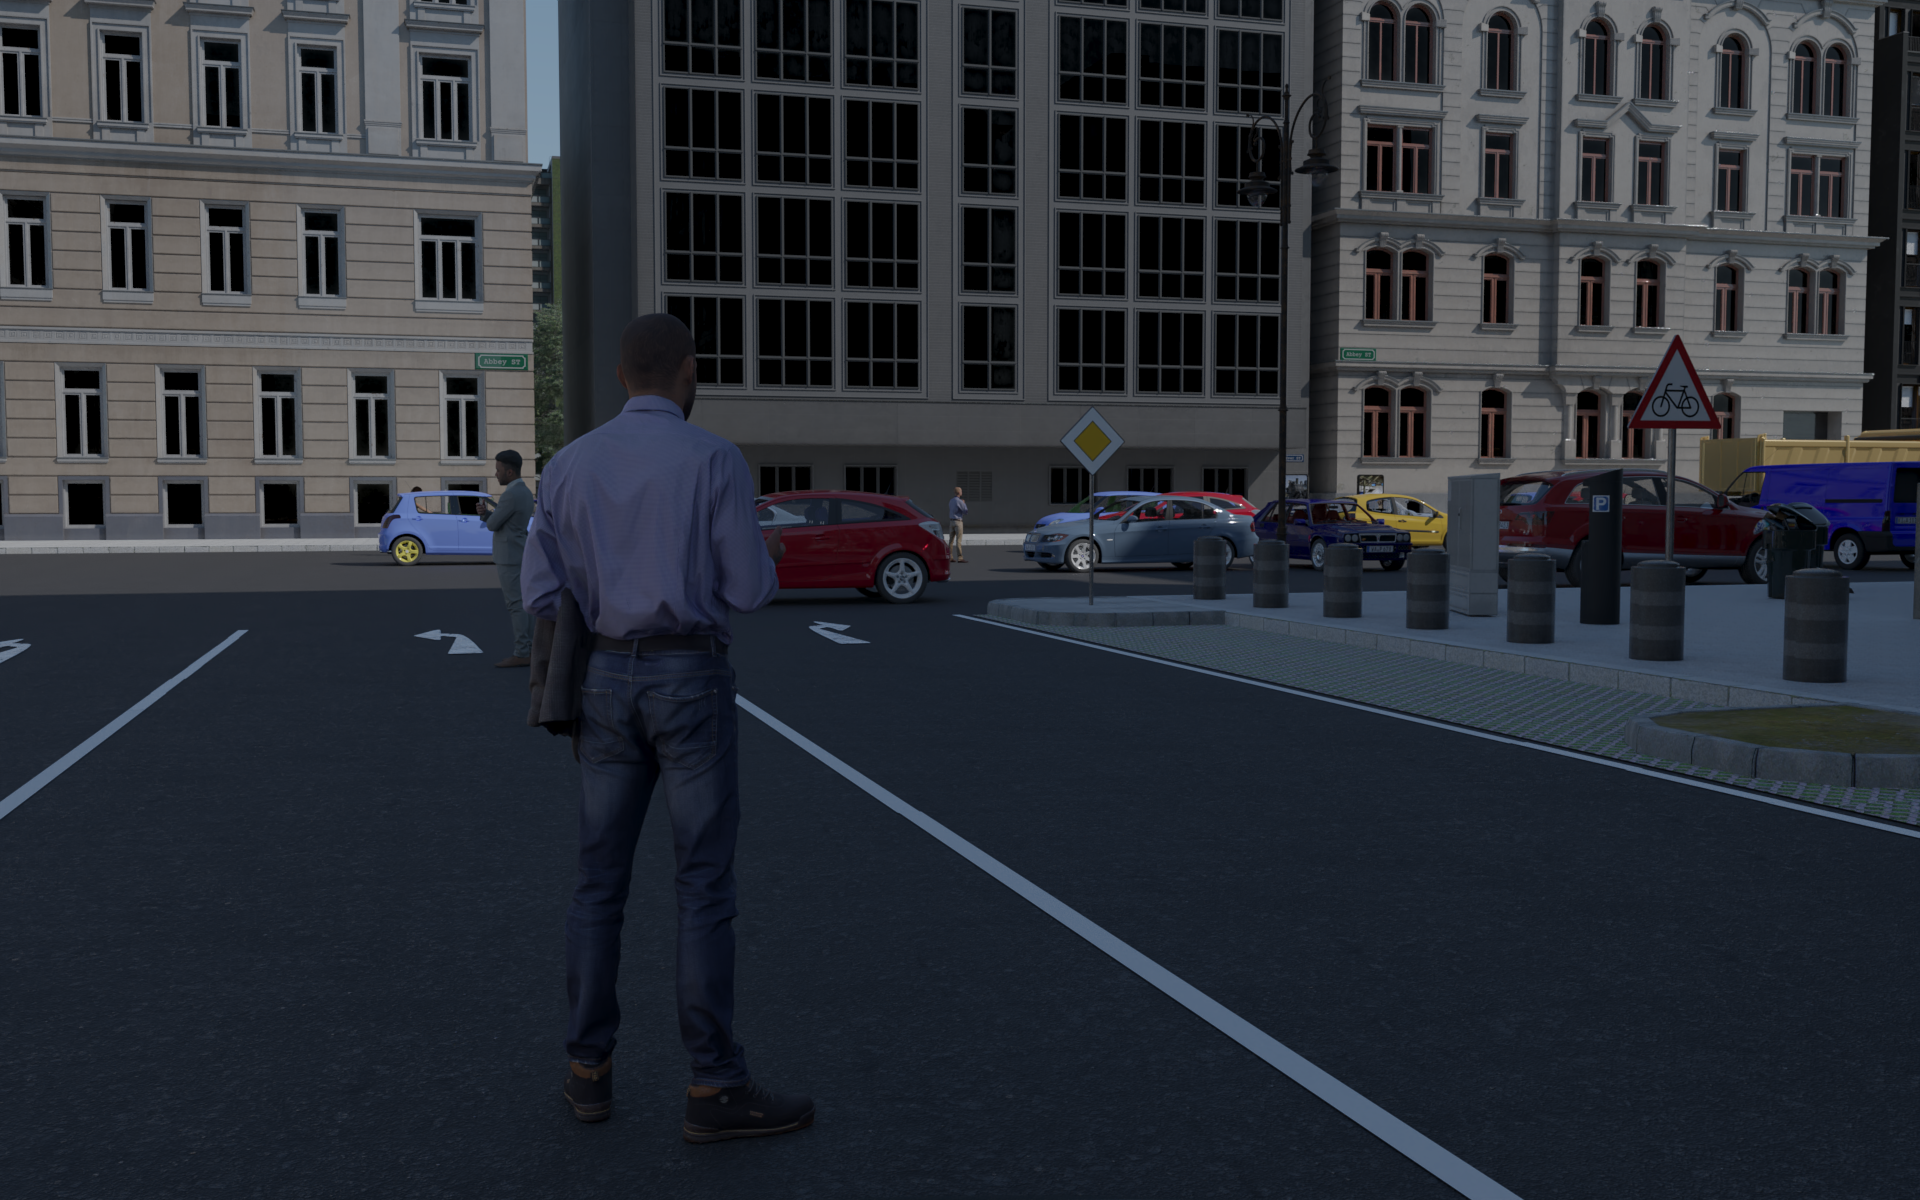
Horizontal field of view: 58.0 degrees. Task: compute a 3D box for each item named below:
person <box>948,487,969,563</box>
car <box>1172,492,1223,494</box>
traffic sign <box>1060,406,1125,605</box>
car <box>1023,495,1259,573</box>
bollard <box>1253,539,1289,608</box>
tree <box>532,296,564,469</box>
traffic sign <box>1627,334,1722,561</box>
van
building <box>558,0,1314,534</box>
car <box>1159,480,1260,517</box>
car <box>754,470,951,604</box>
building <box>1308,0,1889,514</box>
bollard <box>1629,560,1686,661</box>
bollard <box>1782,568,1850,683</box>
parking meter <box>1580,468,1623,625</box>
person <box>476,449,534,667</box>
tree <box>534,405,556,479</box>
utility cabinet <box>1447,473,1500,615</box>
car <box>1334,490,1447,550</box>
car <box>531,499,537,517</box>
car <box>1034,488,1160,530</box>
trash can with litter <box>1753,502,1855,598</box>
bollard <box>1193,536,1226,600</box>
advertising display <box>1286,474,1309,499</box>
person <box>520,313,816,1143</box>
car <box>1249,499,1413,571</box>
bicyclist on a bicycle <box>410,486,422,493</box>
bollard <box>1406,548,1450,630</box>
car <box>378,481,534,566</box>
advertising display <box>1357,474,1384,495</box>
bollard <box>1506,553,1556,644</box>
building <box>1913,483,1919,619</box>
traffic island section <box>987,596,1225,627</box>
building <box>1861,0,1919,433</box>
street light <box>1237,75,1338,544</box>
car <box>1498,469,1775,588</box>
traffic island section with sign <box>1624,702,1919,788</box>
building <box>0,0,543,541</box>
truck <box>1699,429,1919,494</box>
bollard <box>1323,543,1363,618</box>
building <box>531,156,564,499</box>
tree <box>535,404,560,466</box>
[{"bbox_3d":[-0.057,-1.567,36.188,0.319,1.574,0.516,-2,4,-34],"label":"person"},{"bbox_3d":[6.116,-2.394,48.739,3.694,1.707,1.945,-1,4,-18],"label":"car"},{"bbox_3d":[1.511,-0.996,19.929,0.795,2.450,0.064,-1,4,-17],"label":"traffic sign"},{"bbox_3d":[3.391,-1.264,32.677,4.499,1.417,2.014,-1,4,-18],"label":"car"},{"bbox_3d":[3.524,-0.300,19.618,0.404,0.777,0.398,0,3,0],"label":"bollard"},{"bbox_3d":[-24.331,-12.469,110.526,9.857,13.997,8.962,0,3,0],"label":"tree"},{"bbox_3d":[5.833,-0.869,14.216,0.884,2.594,0.081,-1,4,-15],"label":"traffic sign"},{"bbox_3d":[17.121,-1.842,34.494,2.240,2.365,5.245,-1,4,-18],"label":"van"},{"bbox_3d":[-1.149,-16.289,59.827,24.014,27.812,14.314,-1,4,-17],"label":"building"},{"bbox_3d":[4.896,-1.912,40.299,4.494,1.783,2.155,-1,4,-18],"label":"car"},{"bbox_3d":[-2.369,-0.853,22.990,4.494,1.783,2.155,-1,4,-15],"label":"car"},{"bbox_3d":[21.521,-17.101,66.989,23.554,28.519,14.401,-1,4,-17],"label":"building"},{"bbox_3d":[5.417,0.077,13.454,0.404,0.777,0.398,0,3,0],"label":"bollard"},{"bbox_3d":[5.889,0.171,11.917,0.404,0.777,0.398,0,3,0],"label":"bollard"},{"bbox_3d":[6.338,-0.532,17.113,0.372,1.533,0.369,0,3,0],"label":"parking meter"},{"bbox_3d":[-3.795,-0.355,14.485,0.466,1.800,0.511,-1,4,-13],"label":"person"},{"bbox_3d":[-42.599,-15.251,171.406,6.751,12.117,7.091,0,3,0],"label":"tree"},{"bbox_3d":[5.480,-0.606,18.580,0.318,1.500,1.173,0,4,4],"label":"utility cabinet"},{"bbox_3d":[10.935,-2.030,43.407,3.980,1.641,2.015,-1,4,-18],"label":"car"},{"bbox_3d":[-10.735,-1.903,43.700,3.894,1.354,1.945,-1,4,-16],"label":"car"},{"bbox_3d":[3.638,-2.044,43.017,3.694,1.707,1.945,-1,4,-15],"label":"car"},{"bbox_3d":[10.380,-0.606,21.299,1.055,1.170,0.624,-1,4,-9],"label":"trash can with litter"},{"bbox_3d":[3.052,-0.394,21.162,0.404,0.777,0.398,0,3,0],"label":"bollard"},{"bbox_3d":[10.781,-3.105,55.987,0.974,1.923,0.123,2,4,26],"label":"advertising display"},{"bbox_3d":[-0.649,0.264,4.052,0.709,1.838,0.599,1,4,16],"label":"person"},{"bbox_3d":[7.079,-1.280,33.509,1.945,1.354,3.894,-1,4,-18],"label":"car"},{"bbox_3d":[-12.611,-1.859,40.416,1.625,1.676,1.499,-1,4,-16],"label":"bicyclist on a bicycle"},{"bbox_3d":[4.470,-0.111,16.539,0.404,0.777,0.398,0,3,0],"label":"bollard"},{"bbox_3d":[-9.995,-1.585,35.511,3.694,1.707,1.945,-1,4,-17],"label":"car"},{"bbox_3d":[13.491,-3.165,56.965,0.974,1.923,0.123,-1,4,-20],"label":"advertising display"},{"bbox_3d":[4.946,-0.017,14.992,0.404,0.777,0.398,0,3,0],"label":"bollard"},{"bbox_3d":[20.902,-10.541,5.632,16.112,22.955,30.059,-1,4,-17],"label":"building"},{"bbox_3d":[1.531,0.139,20.013,2.009,0.180,2.903,-1,4,-17],"label":"traffic island section"},{"bbox_3d":[41.061,-14.907,73.403,15.834,23.373,12.332,-1,4,-17],"label":"building"},{"bbox_3d":[3.680,-2.868,19.685,0.468,5.910,1.993,-1,4,-17],"label":"street light"},{"bbox_3d":[10.539,-1.117,26.939,5.304,1.827,2.281,-1,4,-17],"label":"car"},{"bbox_3d":[4.794,-0.045,9.357,1.989,1.847,2.006,-1,4,-17],"label":"traffic island section with sign"},{"bbox_3d":[-23.651,-16.385,53.791,20.117,28.700,13.634,-1,4,-17],"label":"building"},{"bbox_3d":[26.839,-3.405,51.599,9.791,3.379,3.469,-1,4,-17],"label":"truck"},{"bbox_3d":[3.997,-0.206,18.082,0.404,0.777,0.398,0,3,0],"label":"bollard"},{"bbox_3d":[-51.710,-32.278,211.341,14.086,41.232,14.154,-1,4,-17],"label":"building"},{"bbox_3d":[-33.312,-11.712,141.847,4.737,8.622,4.395,0,3,0],"label":"tree"}]
